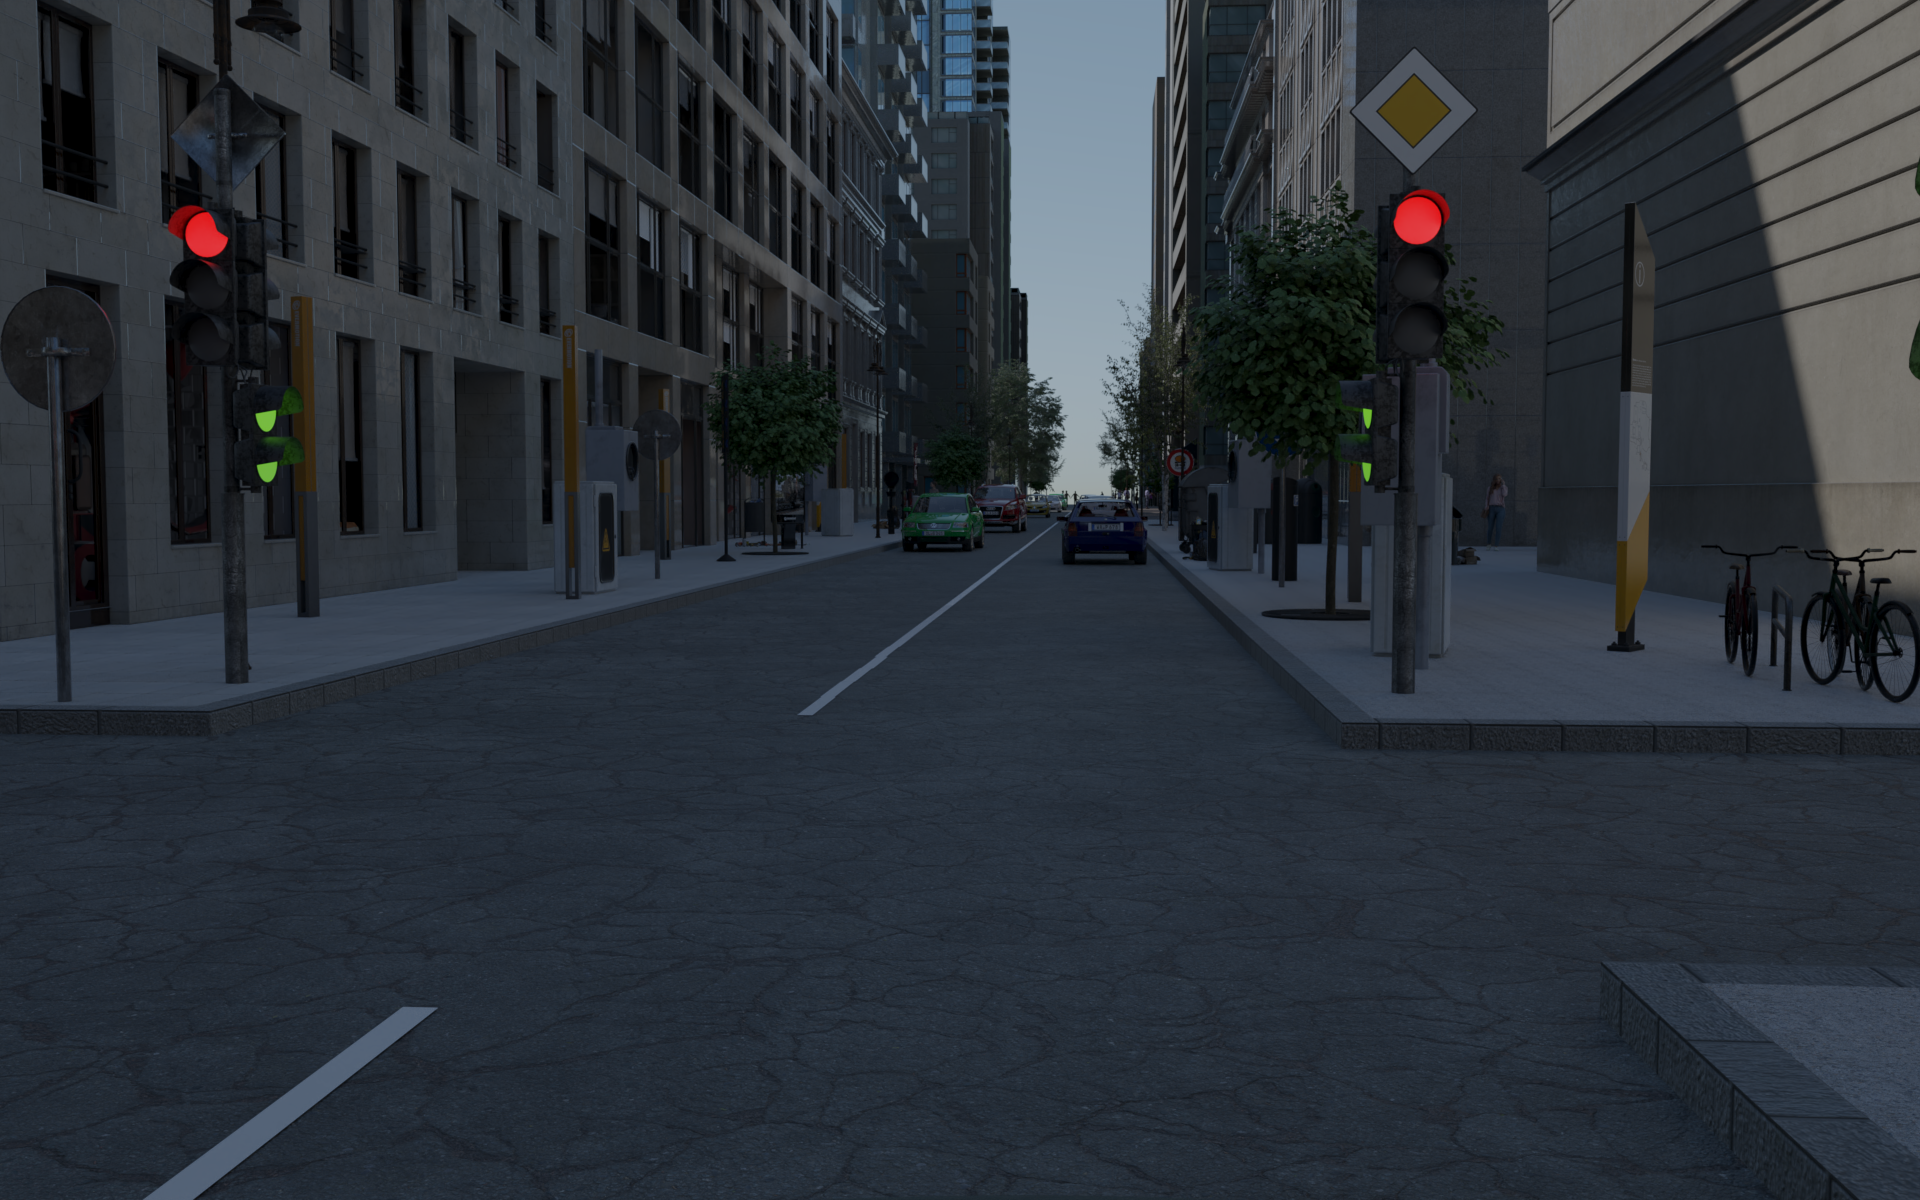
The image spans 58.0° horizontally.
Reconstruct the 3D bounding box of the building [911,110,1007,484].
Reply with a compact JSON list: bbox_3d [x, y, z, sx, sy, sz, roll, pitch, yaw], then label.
[{"bbox_3d":[-2.833,-30.379,180.296,14.154,41.232,14.086,0,4,4],"label":"building"}]

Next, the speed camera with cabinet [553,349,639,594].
[{"bbox_3d":[-4.820,-1.756,23.052,0.660,3.252,2.038,0,4,6],"label":"speed camera with cabinet"}]

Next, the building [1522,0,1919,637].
[{"bbox_3d":[23.191,-11.401,19.698,30.059,22.955,16.112,0,4,4],"label":"building"}]

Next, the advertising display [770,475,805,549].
[{"bbox_3d":[-3.999,-2.145,40.287,0.123,1.923,0.974,3,5,43],"label":"advertising display"}]

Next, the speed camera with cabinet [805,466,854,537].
[{"bbox_3d":[-4.073,-3.595,53.116,0.660,3.252,2.038,-3,5,-40],"label":"speed camera with cabinet"}]

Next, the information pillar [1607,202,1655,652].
[{"bbox_3d":[5.523,-1.396,14.175,0.183,3.616,0.504,3,5,41],"label":"information pillar"}]

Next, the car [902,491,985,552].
[{"bbox_3d":[-0.401,-2.190,44.599,1.959,1.807,4.718,0,4,6],"label":"car"}]

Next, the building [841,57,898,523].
[{"bbox_3d":[-9.660,-14.691,76.360,11.583,22.565,21.152,0,4,4],"label":"building"}]

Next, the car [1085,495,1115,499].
[{"bbox_3d":[6.479,-4.132,79.920,2.083,1.381,4.827,0,4,6],"label":"car"}]

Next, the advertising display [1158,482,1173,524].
[{"bbox_3d":[8.749,-4.186,73.652,0.123,1.923,0.974,-2,4,-27],"label":"advertising display"}]

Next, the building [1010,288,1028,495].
[{"bbox_3d":[2.127,-28.611,239.490,14.160,30.474,14.107,0,4,4],"label":"building"}]

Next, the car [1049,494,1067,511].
[{"bbox_3d":[8.420,-8.754,151.917,1.959,1.807,4.718,0,4,6],"label":"car"}]

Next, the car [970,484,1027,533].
[{"bbox_3d":[1.412,-3.484,65.631,2.281,1.827,5.304,0,4,6],"label":"car"}]

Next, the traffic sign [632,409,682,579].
[{"bbox_3d":[-4.576,-1.591,26.122,0.768,2.556,0.104,0,4,6],"label":"traffic sign"}]

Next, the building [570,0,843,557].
[{"bbox_3d":[-15.319,-14.945,48.872,19.350,26.468,34.151,0,4,4],"label":"building"}]

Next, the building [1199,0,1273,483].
[{"bbox_3d":[20.978,-20.134,100.888,14.160,30.474,14.107,0,4,4],"label":"building"}]

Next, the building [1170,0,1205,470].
[{"bbox_3d":[25.697,-30.253,118.343,21.300,48.544,21.600,0,4,4],"label":"building"}]

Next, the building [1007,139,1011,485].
[{"bbox_3d":[-1.622,-31.236,194.304,14.154,41.232,14.086,0,4,4],"label":"building"}]

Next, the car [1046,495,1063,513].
[{"bbox_3d":[6.975,-7.500,134.991,2.083,1.381,4.827,0,4,4],"label":"car"}]

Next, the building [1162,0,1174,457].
[{"bbox_3d":[27.427,-36.749,142.839,21.231,58.520,28.212,0,4,4],"label":"building"}]

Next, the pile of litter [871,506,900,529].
[{"bbox_3d":[-2.751,-3.077,64.267,1.176,0.858,1.719,1,4,18],"label":"pile of litter"}]

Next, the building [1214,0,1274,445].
[{"bbox_3d":[18.192,-14.151,73.170,13.314,21.916,24.055,0,4,4],"label":"building"}]

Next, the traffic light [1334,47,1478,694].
[{"bbox_3d":[2.842,-1.355,11.068,0.839,4.253,0.868,0,4,4],"label":"traffic light"}]

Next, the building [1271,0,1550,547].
[{"bbox_3d":[16.311,-14.260,51.177,12.078,24.808,19.932,0,4,4],"label":"building"}]

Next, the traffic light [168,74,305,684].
[{"bbox_3d":[-4.897,-1.390,11.651,0.839,4.253,0.868,0,4,4],"label":"traffic light"}]

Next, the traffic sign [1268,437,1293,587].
[{"bbox_3d":[4.427,-1.447,23.756,0.768,2.556,0.104,1,4,10],"label":"traffic sign"}]

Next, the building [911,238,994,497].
[{"bbox_3d":[-12.025,-17.595,132.716,27.650,21.520,28.899,0,4,4],"label":"building"}]

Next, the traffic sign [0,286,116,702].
[{"bbox_3d":[-5.539,-0.644,10.636,0.768,2.556,0.104,0,4,8],"label":"traffic sign"}]

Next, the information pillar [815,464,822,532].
[{"bbox_3d":[-4.748,-4.123,58.763,0.183,3.616,0.504,1,4,17],"label":"information pillar"}]

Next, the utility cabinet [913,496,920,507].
[{"bbox_3d":[-1.540,-3.126,62.272,0.306,1.237,1.020,1,4,14],"label":"utility cabinet"}]

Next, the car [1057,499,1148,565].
[{"bbox_3d":[3.015,-1.467,36.561,1.945,1.354,3.894,0,4,3],"label":"car"}]

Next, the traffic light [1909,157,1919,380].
[{"bbox_3d":[2.224,-0.868,3.107,0.839,4.253,0.868,0,4,4],"label":"traffic light"}]

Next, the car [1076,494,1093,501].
[{"bbox_3d":[10.153,-7.617,136.537,2.014,1.417,4.499,0,4,5],"label":"car"}]

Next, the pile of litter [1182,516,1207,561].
[{"bbox_3d":[4.927,-1.206,33.677,1.176,0.858,1.719,0,4,5],"label":"pile of litter"}]

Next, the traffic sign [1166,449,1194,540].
[{"bbox_3d":[6.169,-2.964,48.572,0.768,2.556,0.104,1,4,9],"label":"traffic sign"}]

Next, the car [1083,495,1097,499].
[{"bbox_3d":[7.992,-5.525,102.697,2.083,1.381,4.827,0,4,3],"label":"car"}]

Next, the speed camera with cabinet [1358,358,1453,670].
[{"bbox_3d":[3.481,-1.169,13.447,0.660,3.252,2.038,1,4,19],"label":"speed camera with cabinet"}]

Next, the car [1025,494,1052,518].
[{"bbox_3d":[4.619,-5.823,105.430,2.015,1.641,3.980,0,4,5],"label":"car"}]

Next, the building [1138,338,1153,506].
[{"bbox_3d":[35.363,-21.995,204.663,27.650,21.520,28.899,0,4,4],"label":"building"}]

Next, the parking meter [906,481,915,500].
[{"bbox_3d":[-2.153,-4.275,75.603,0.255,1.863,0.399,-3,5,-41],"label":"parking meter"}]

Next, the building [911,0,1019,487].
[{"bbox_3d":[-3.489,-55.227,215.634,22.319,86.520,31.000,0,4,4],"label":"building"}]

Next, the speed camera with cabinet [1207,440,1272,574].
[{"bbox_3d":[4.602,-2.099,28.657,0.660,3.252,2.038,0,4,-5],"label":"speed camera with cabinet"}]

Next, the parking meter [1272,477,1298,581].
[{"bbox_3d":[4.805,-1.052,25.613,0.372,1.533,0.369,0,3,0],"label":"parking meter"}]

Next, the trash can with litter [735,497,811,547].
[{"bbox_3d":[-4.679,-1.946,42.872,2.233,1.210,1.678,-2,4,-26],"label":"trash can with litter"}]

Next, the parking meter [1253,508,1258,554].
[{"bbox_3d":[6.254,-1.939,37.418,0.255,1.863,0.399,2,4,28],"label":"parking meter"}]

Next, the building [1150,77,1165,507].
[{"bbox_3d":[27.298,-32.561,182.487,14.600,45.320,14.200,0,4,4],"label":"building"}]

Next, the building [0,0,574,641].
[{"bbox_3d":[-12.831,-10.300,23.164,10.420,20.320,16.860,0,4,4],"label":"building"}]

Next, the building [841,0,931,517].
[{"bbox_3d":[-13.763,-29.522,102.300,23.786,49.044,30.456,0,4,4],"label":"building"}]

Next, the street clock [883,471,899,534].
[{"bbox_3d":[-2.194,-3.103,55.311,0.471,2.002,0.358,-1,4,-12],"label":"street clock"}]

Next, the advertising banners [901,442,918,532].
[{"bbox_3d":[-1.674,-3.778,57.961,0.090,3.025,2.074,1,4,14],"label":"advertising banners"}]
